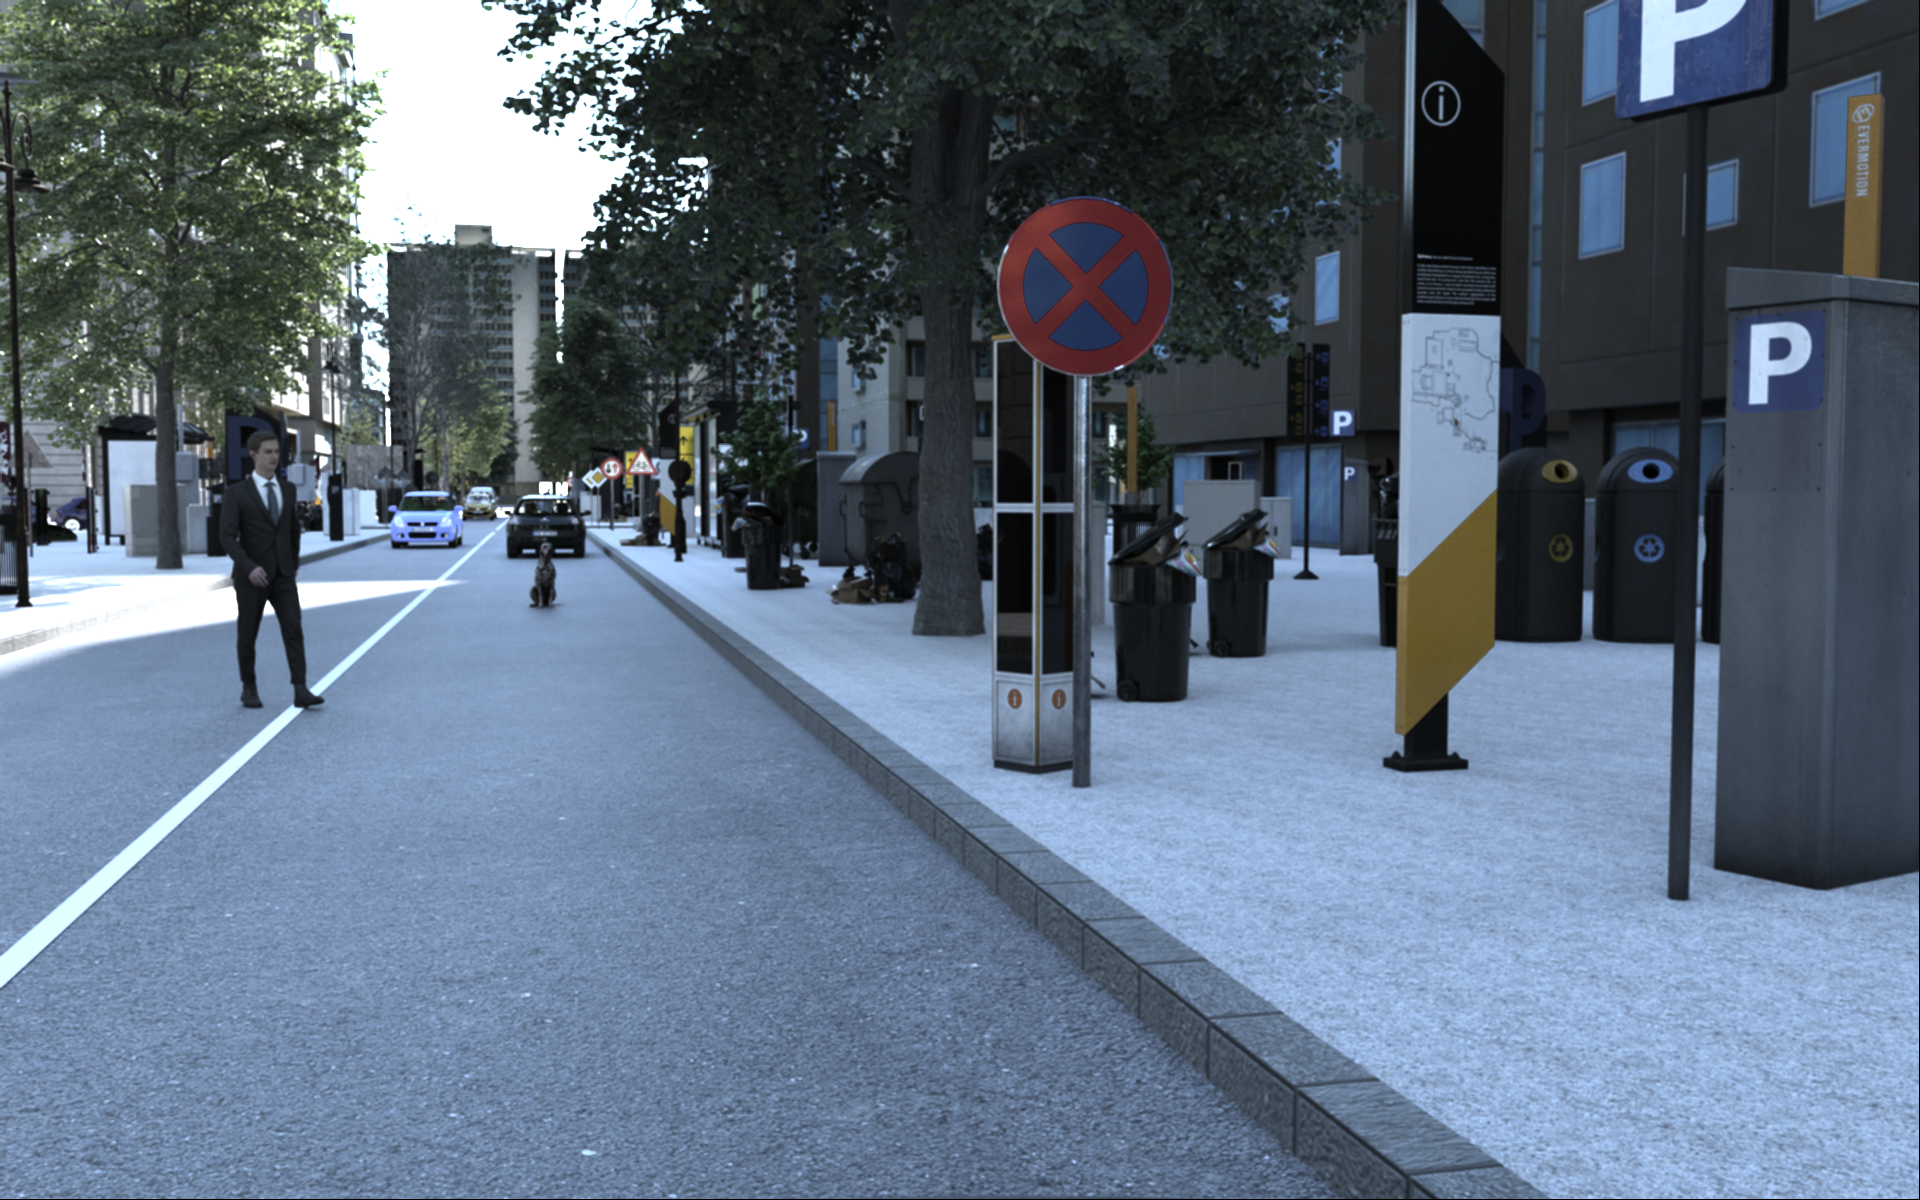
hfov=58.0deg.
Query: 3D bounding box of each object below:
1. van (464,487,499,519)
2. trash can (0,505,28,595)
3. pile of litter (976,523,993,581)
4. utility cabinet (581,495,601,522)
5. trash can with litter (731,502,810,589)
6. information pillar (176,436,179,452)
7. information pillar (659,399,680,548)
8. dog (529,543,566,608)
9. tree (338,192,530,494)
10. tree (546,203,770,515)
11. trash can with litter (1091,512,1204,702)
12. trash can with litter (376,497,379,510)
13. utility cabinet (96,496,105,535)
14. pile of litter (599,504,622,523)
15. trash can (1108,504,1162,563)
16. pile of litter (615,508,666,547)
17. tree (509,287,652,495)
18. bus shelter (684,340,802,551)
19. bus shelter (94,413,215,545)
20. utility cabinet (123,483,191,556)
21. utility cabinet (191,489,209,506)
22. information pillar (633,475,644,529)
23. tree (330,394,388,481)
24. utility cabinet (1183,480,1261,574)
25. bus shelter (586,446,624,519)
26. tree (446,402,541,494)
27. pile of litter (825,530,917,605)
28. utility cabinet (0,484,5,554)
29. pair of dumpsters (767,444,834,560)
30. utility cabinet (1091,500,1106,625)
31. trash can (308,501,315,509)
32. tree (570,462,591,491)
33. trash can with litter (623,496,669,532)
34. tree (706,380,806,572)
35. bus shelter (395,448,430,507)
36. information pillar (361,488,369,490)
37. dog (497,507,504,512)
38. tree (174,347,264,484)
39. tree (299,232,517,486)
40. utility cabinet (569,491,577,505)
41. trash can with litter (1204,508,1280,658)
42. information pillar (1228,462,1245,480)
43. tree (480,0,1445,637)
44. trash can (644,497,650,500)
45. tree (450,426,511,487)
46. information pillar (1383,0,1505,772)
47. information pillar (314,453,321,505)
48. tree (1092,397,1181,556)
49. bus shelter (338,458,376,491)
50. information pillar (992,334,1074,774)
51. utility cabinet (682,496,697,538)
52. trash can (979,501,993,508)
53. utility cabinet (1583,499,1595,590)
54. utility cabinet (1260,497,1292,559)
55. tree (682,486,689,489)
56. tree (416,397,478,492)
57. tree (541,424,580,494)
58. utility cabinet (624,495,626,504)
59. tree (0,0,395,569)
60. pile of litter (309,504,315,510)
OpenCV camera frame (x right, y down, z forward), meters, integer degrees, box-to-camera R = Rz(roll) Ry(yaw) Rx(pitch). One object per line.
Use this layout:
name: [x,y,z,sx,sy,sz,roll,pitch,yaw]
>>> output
van: [-28.203,-5.820,102.173,2.013,2.044,4.112,-1,4,-13]
trash can: [-12.311,-0.640,22.123,0.748,1.137,0.748,0,3,0]
pile of litter: [0.244,-0.738,26.030,1.719,0.858,1.176,-1,4,-20]
utility cabinet: [-17.107,-4.230,80.326,1.020,1.237,0.306,2,4,34]
trash can with litter: [-2.561,-0.746,23.580,0.624,1.170,1.055,2,4,33]
information pillar: [-25.030,-3.896,55.060,0.183,3.616,0.504,2,4,29]
information pillar: [-6.892,-3.051,41.244,0.504,3.616,0.183,0,4,4]
dog: [-5.217,-0.321,22.079,0.513,0.831,0.800,1,4,19]
tree: [-34.632,-15.641,111.623,12.611,20.169,13.585,0,3,0]
tree: [-9.536,-7.380,55.084,7.601,10.594,8.767,-1,4,-15]
trash can with litter: [0.960,0.035,10.810,1.055,1.170,0.624,0,4,6]
trash can with litter: [-34.797,-5.575,102.208,2.233,1.210,1.678,0,4,-6]
utility cabinet: [-26.864,-2.625,54.076,1.020,1.237,0.306,3,5,40]
pile of litter: [-15.531,-3.929,78.198,1.719,0.858,1.176,1,4,9]
trash can: [2.419,-0.752,23.950,0.748,1.137,0.748,0,3,0]
pile of litter: [-7.896,-1.778,43.033,1.176,0.858,1.719,-1,4,-10]
tree: [-20.298,-10.775,94.305,7.486,12.596,7.792,0,3,0]
bus shelter: [-5.587,-3.987,42.823,2.179,5.291,8.768,-1,4,-14]
bus shelter: [-21.276,-3.179,45.896,2.014,3.302,5.546,-1,4,-14]
utility cabinet: [-16.522,-1.647,35.604,0.318,1.500,1.173,3,4,37]
utility cabinet: [-33.604,-4.178,76.988,1.173,1.500,0.318,-3,5,-41]
information pillar: [-11.678,-3.572,62.900,0.304,2.012,0.304,1,4,17]
tree: [-42.523,-10.534,122.587,4.360,8.622,3.978,0,3,0]
utility cabinet: [4.126,-1.139,27.303,1.173,1.500,0.318,2,4,28]
bus shelter: [-17.824,-5.855,87.006,1.731,3.624,6.357,-1,4,-14]
tree: [-50.427,-15.450,178.361,9.928,11.665,9.643,0,3,0]
pile of litter: [-1.103,-0.421,20.842,1.176,0.858,1.719,2,4,26]
utility cabinet: [-20.872,-1.735,37.045,1.173,1.500,0.318,3,5,40]
pair of dumpsters: [-3.108,-2.037,35.793,1.574,2.255,4.437,-1,4,-14]
utility cabinet: [0.902,-0.355,16.965,1.020,1.237,0.306,-1,4,-18]
trash can: [-42.330,-6.217,113.309,0.748,1.137,0.748,0,3,0]
tree: [-22.317,-6.596,102.442,1.663,3.219,1.824,0,3,0]
trash can with litter: [-10.080,-2.893,58.359,2.233,1.210,1.678,1,4,14]
tree: [-3.365,-2.083,28.654,1.663,3.219,1.824,0,3,0]
bus shelter: [-28.791,-6.074,90.592,1.731,3.624,6.357,-1,4,-14]
information pillar: [-25.267,-4.228,73.615,0.304,2.012,0.304,-1,4,-22]
dog: [-37.277,-7.337,140.150,0.748,0.427,0.550,-2,4,-25]
tree: [-37.187,-8.348,86.846,4.737,8.622,4.395,0,3,0]
tree: [-25.727,-10.439,81.052,12.009,13.543,11.850,0,3,0]
utility cabinet: [-28.317,-7.305,128.108,1.173,1.500,0.318,2,4,24]
trash can with litter: [1.964,-0.141,13.696,1.055,1.170,0.624,0,4,1]
information pillar: [6.336,-2.154,39.702,0.304,2.012,0.304,2,4,26]
tree: [0.009,-6.659,15.529,9.857,13.997,8.962,0,3,0]
trash can: [-13.825,-3.974,76.630,0.748,1.137,0.748,0,3,0]
tree: [-55.576,-16.205,199.367,8.767,10.594,7.601,1,4,12]
information pillar: [2.259,-1.020,8.026,0.504,3.616,0.183,-1,4,-16]
information pillar: [-36.906,-6.614,99.497,0.183,3.616,0.504,1,4,12]
tree: [3.669,-2.444,34.562,1.663,3.219,1.824,0,3,0]
bus shelter: [-31.725,-6.013,92.233,2.014,3.302,5.546,-1,4,-14]
information pillar: [0.358,-0.218,8.058,0.304,2.012,0.304,-3,5,-43]
utility cabinet: [-7.706,-2.401,50.425,1.020,1.237,0.306,2,4,25]
trash can: [0.769,-1.527,36.618,0.748,1.137,0.748,0,3,0]
utility cabinet: [8.408,-0.743,23.308,1.020,1.237,0.306,-2,4,-35]
utility cabinet: [6.013,-1.408,34.190,1.020,1.237,0.306,0,4,-1]
tree: [-18.569,-7.764,110.661,4.285,4.588,4.351,0,3,0]
tree: [-37.425,-10.716,125.575,4.360,8.622,3.978,0,3,0]
tree: [-43.826,-16.198,190.591,9.928,11.665,9.643,0,3,0]
utility cabinet: [-20.372,-5.690,104.196,1.020,1.237,0.306,-3,5,-43]
tree: [-13.186,-6.806,29.412,7.486,12.596,7.792,0,3,0]
pile of litter: [-29.845,-4.084,80.735,1.176,0.858,1.719,-2,4,-32]
